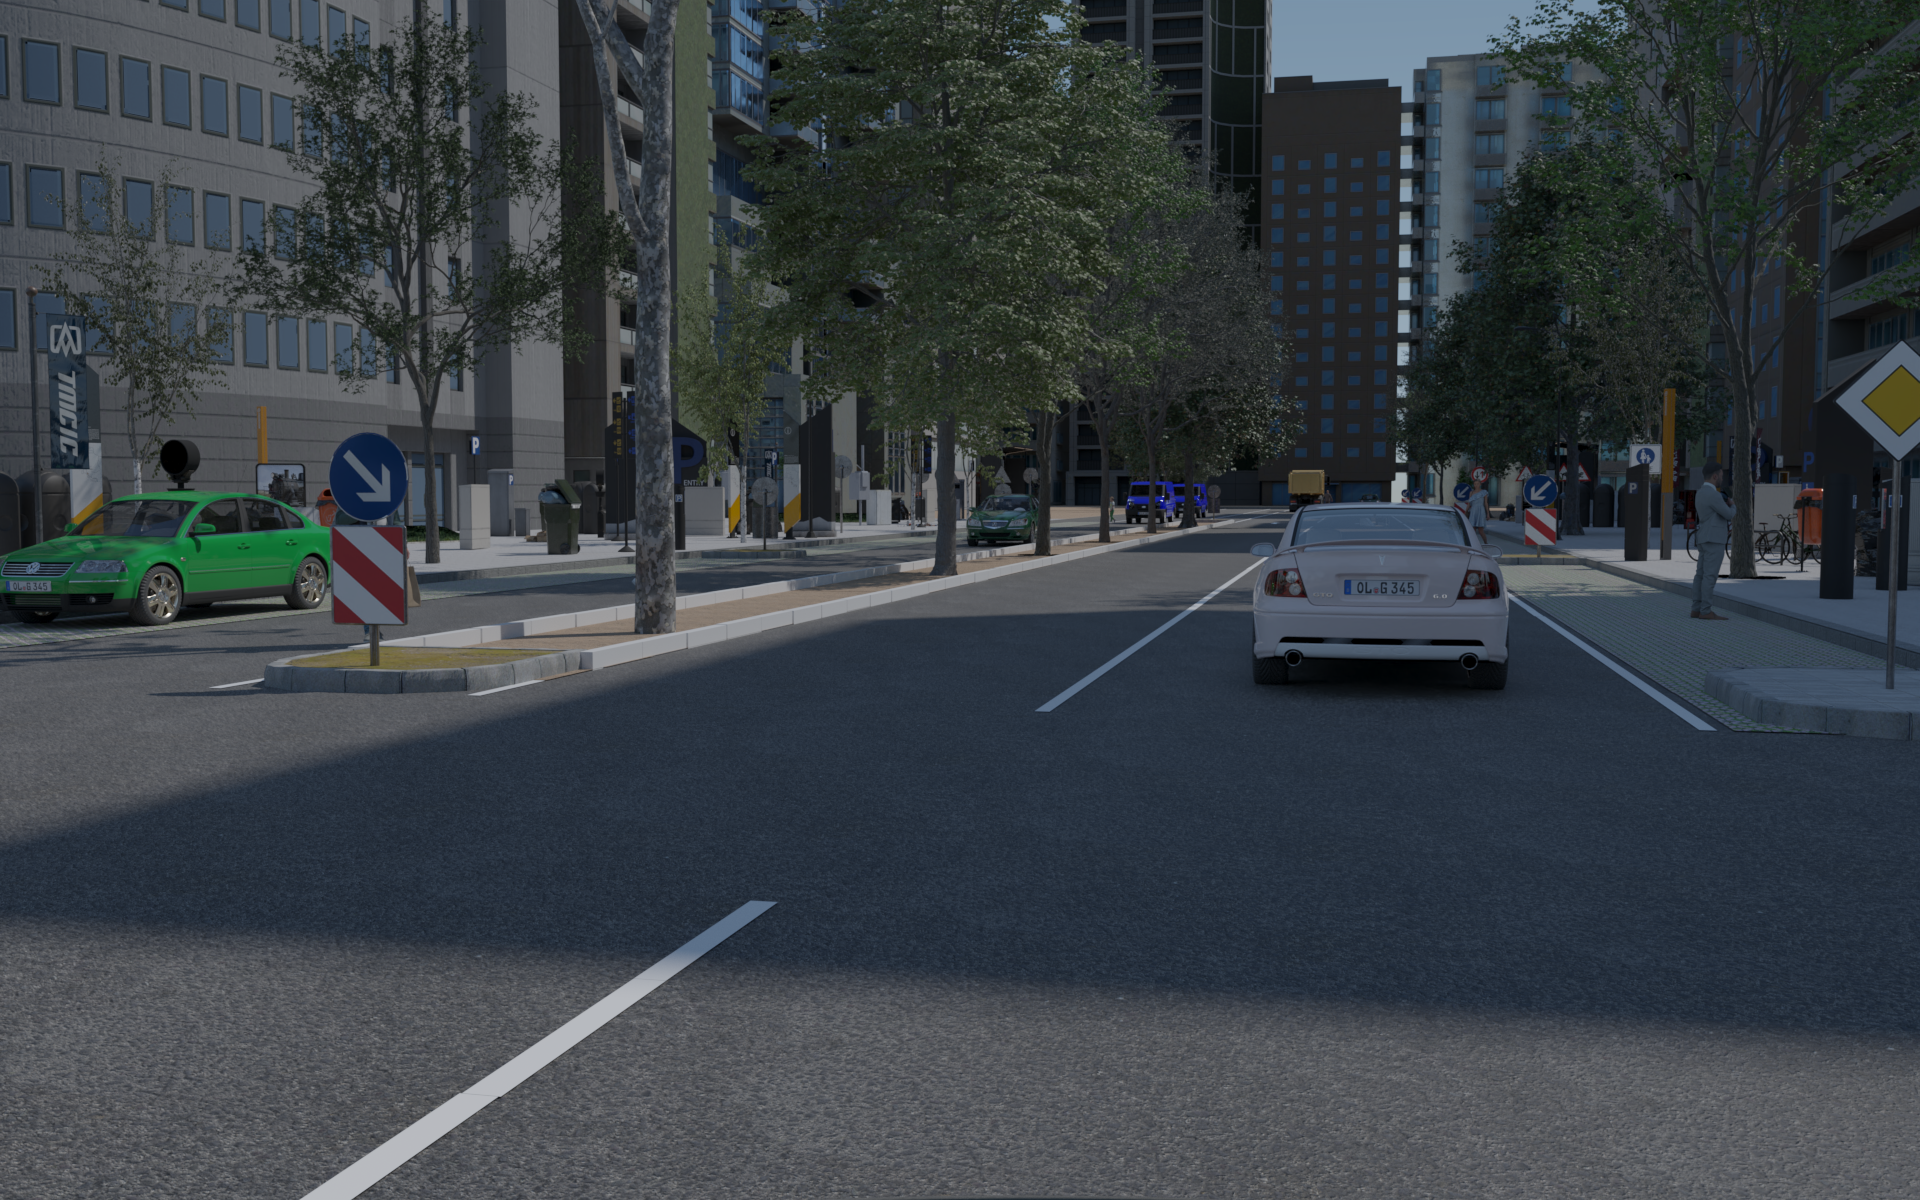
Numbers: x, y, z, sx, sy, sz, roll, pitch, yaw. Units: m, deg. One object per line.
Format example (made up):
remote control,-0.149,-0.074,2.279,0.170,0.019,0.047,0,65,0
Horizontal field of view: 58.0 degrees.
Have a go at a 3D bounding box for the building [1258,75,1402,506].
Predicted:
building,40.205,-32.911,188.197,14.200,45.320,14.600,1,4,13

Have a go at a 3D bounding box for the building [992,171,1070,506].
building,2.091,-35.251,200.050,21.600,48.544,21.300,1,4,13

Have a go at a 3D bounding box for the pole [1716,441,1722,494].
pole,29.028,-4.431,66.289,0.158,3.312,0.155,0,3,0

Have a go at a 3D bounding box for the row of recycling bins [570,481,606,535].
row of recycling bins,-12.145,-3.017,56.442,1.069,1.692,3.534,-2,4,-24

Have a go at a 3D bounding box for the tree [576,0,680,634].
tree,-4.121,-9.782,18.282,12.611,20.169,13.585,0,3,0

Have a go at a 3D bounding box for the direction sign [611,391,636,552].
direction sign,-7.384,-2.828,38.242,0.876,3.537,0.379,3,5,42

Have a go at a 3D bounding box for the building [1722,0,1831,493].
building,49.209,-26.934,90.487,14.600,45.320,14.200,1,4,13

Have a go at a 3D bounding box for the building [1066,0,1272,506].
building,23.857,-46.221,193.963,20.611,71.187,20.563,1,4,13

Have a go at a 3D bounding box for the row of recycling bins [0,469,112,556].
row of recycling bins,-15.349,-1.288,28.164,1.069,1.692,3.534,1,4,23

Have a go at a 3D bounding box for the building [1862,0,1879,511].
building,46.697,-26.933,64.058,21.300,48.544,21.600,1,4,13

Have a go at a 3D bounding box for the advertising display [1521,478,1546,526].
advertising display,23.302,-3.984,70.350,0.974,1.923,0.123,0,4,-3

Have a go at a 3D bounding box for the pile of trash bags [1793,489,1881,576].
pile of trash bags,14.730,-1.082,27.443,1.912,1.369,3.447,-2,4,-25

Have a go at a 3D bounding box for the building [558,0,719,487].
building,-20.388,-24.247,80.034,14.154,41.232,14.086,1,4,13

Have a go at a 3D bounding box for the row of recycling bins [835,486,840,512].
row of recycling bins,-6.274,-4.728,84.422,1.069,1.692,3.534,0,4,-2

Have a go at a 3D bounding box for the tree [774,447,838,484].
tree,-7.975,-6.501,90.009,4.285,4.588,4.351,0,3,0

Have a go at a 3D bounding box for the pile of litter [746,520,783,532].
pile of litter,-6.688,-2.706,58.211,1.719,0.858,1.176,-2,4,-29

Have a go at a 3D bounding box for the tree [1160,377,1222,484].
tree,21.845,-15.754,164.236,9.857,13.997,8.962,0,3,0

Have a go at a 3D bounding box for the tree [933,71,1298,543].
tree,4.238,-8.405,50.242,12.009,13.543,11.850,0,3,0

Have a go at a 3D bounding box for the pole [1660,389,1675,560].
pole,13.748,-2.435,33.649,0.158,3.312,0.155,0,3,0

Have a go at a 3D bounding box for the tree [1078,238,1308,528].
tree,9.647,-9.366,72.602,9.611,12.733,9.660,0,3,0

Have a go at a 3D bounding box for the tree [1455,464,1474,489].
tree,31.538,-6.977,108.675,1.663,3.219,1.824,0,3,0

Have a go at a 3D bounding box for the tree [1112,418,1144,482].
tree,12.691,-10.632,124.198,4.360,8.622,3.978,0,3,0

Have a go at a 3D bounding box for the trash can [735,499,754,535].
trash can,-6.829,-2.627,54.611,0.748,1.137,0.748,0,3,0

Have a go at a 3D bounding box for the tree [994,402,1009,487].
tree,0.352,-7.648,75.403,4.737,8.622,4.395,0,3,0

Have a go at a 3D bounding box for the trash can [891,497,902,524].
trash can,-2.882,-3.875,75.011,0.748,1.137,0.748,0,3,0

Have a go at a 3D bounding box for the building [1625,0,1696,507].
building,63.719,-32.715,124.132,28.713,52.752,27.495,1,4,13

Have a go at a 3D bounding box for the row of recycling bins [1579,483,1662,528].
row of recycling bins,25.284,-3.642,66.662,3.534,1.692,1.069,1,4,22

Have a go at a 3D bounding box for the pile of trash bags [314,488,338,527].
pile of trash bags,-11.247,-1.076,27.352,3.447,1.369,1.912,0,4,-1

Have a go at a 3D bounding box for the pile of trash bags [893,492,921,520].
pile of trash bags,-2.380,-4.656,85.882,1.912,1.369,3.447,1,4,13

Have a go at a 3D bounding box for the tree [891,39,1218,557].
tree,1.994,-6.805,39.479,9.928,11.665,9.643,0,3,0

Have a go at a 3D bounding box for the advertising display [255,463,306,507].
advertising display,-14.188,-1.896,36.218,0.974,1.923,0.123,-1,4,-14

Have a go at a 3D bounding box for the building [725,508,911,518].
building,-15.923,-48.654,108.166,22.319,86.520,31.000,1,4,13

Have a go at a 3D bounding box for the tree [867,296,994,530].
tree,-1.647,-6.833,62.078,4.737,8.622,4.395,0,3,0

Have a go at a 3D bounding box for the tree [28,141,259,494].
tree,-17.513,-5.315,37.271,4.360,8.622,3.978,0,3,0

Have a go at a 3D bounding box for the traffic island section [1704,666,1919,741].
traffic island section,6.140,0.665,11.405,2.009,0.180,2.903,1,4,13

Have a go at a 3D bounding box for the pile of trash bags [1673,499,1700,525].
pile of trash bags,31.571,-3.859,72.844,3.447,1.369,1.912,2,4,34

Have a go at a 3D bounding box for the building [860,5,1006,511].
building,-11.602,-33.781,141.562,27.495,52.752,28.713,1,4,13

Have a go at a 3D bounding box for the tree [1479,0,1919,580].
tree,11.858,-6.139,26.130,9.928,11.665,9.643,0,3,0

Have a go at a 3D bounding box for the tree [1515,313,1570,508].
tree,22.020,-7.113,66.661,4.737,8.622,4.395,0,3,0

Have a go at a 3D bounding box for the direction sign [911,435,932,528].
direction sign,-1.484,-4.554,66.452,0.876,3.537,0.379,-2,4,-27

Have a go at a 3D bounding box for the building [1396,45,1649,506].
building,62.865,-34.702,186.986,30.456,49.044,23.786,1,4,13

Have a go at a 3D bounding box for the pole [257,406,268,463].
pole,-16.243,-2.846,40.371,0.158,3.312,0.155,0,3,0

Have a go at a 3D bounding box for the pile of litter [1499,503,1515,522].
pile of litter,26.651,-4.235,83.210,1.719,0.858,1.176,-1,4,-9

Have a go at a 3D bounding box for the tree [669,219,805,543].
tree,-5.921,-5.812,45.389,4.737,8.622,4.395,0,3,0

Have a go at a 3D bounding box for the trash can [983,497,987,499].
trash can,1.478,-4.344,82.676,0.748,1.137,0.748,0,3,0

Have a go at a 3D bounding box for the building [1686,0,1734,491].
building,51.702,-25.745,104.525,14.154,41.232,14.086,1,4,13

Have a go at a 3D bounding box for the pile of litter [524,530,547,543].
pile of litter,-11.119,-1.989,46.485,1.176,0.858,1.719,0,4,-3

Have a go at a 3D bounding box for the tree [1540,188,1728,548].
tree,16.033,-5.529,40.769,4.360,8.622,3.978,0,3,0

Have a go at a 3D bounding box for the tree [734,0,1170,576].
tree,-0.264,-6.715,30.382,7.486,12.596,7.792,0,3,0

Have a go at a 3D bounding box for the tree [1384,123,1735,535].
tree,19.167,-8.373,53.906,9.611,12.733,9.660,0,3,0

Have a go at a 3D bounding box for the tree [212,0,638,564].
tree,-9.677,-5.971,32.039,8.767,10.594,7.601,0,4,7

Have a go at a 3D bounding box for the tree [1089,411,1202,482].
tree,14.557,-12.258,134.833,8.767,10.594,7.601,-1,4,-11

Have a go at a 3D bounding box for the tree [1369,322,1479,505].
tree,34.278,-13.032,123.441,12.009,13.543,11.850,0,3,0
